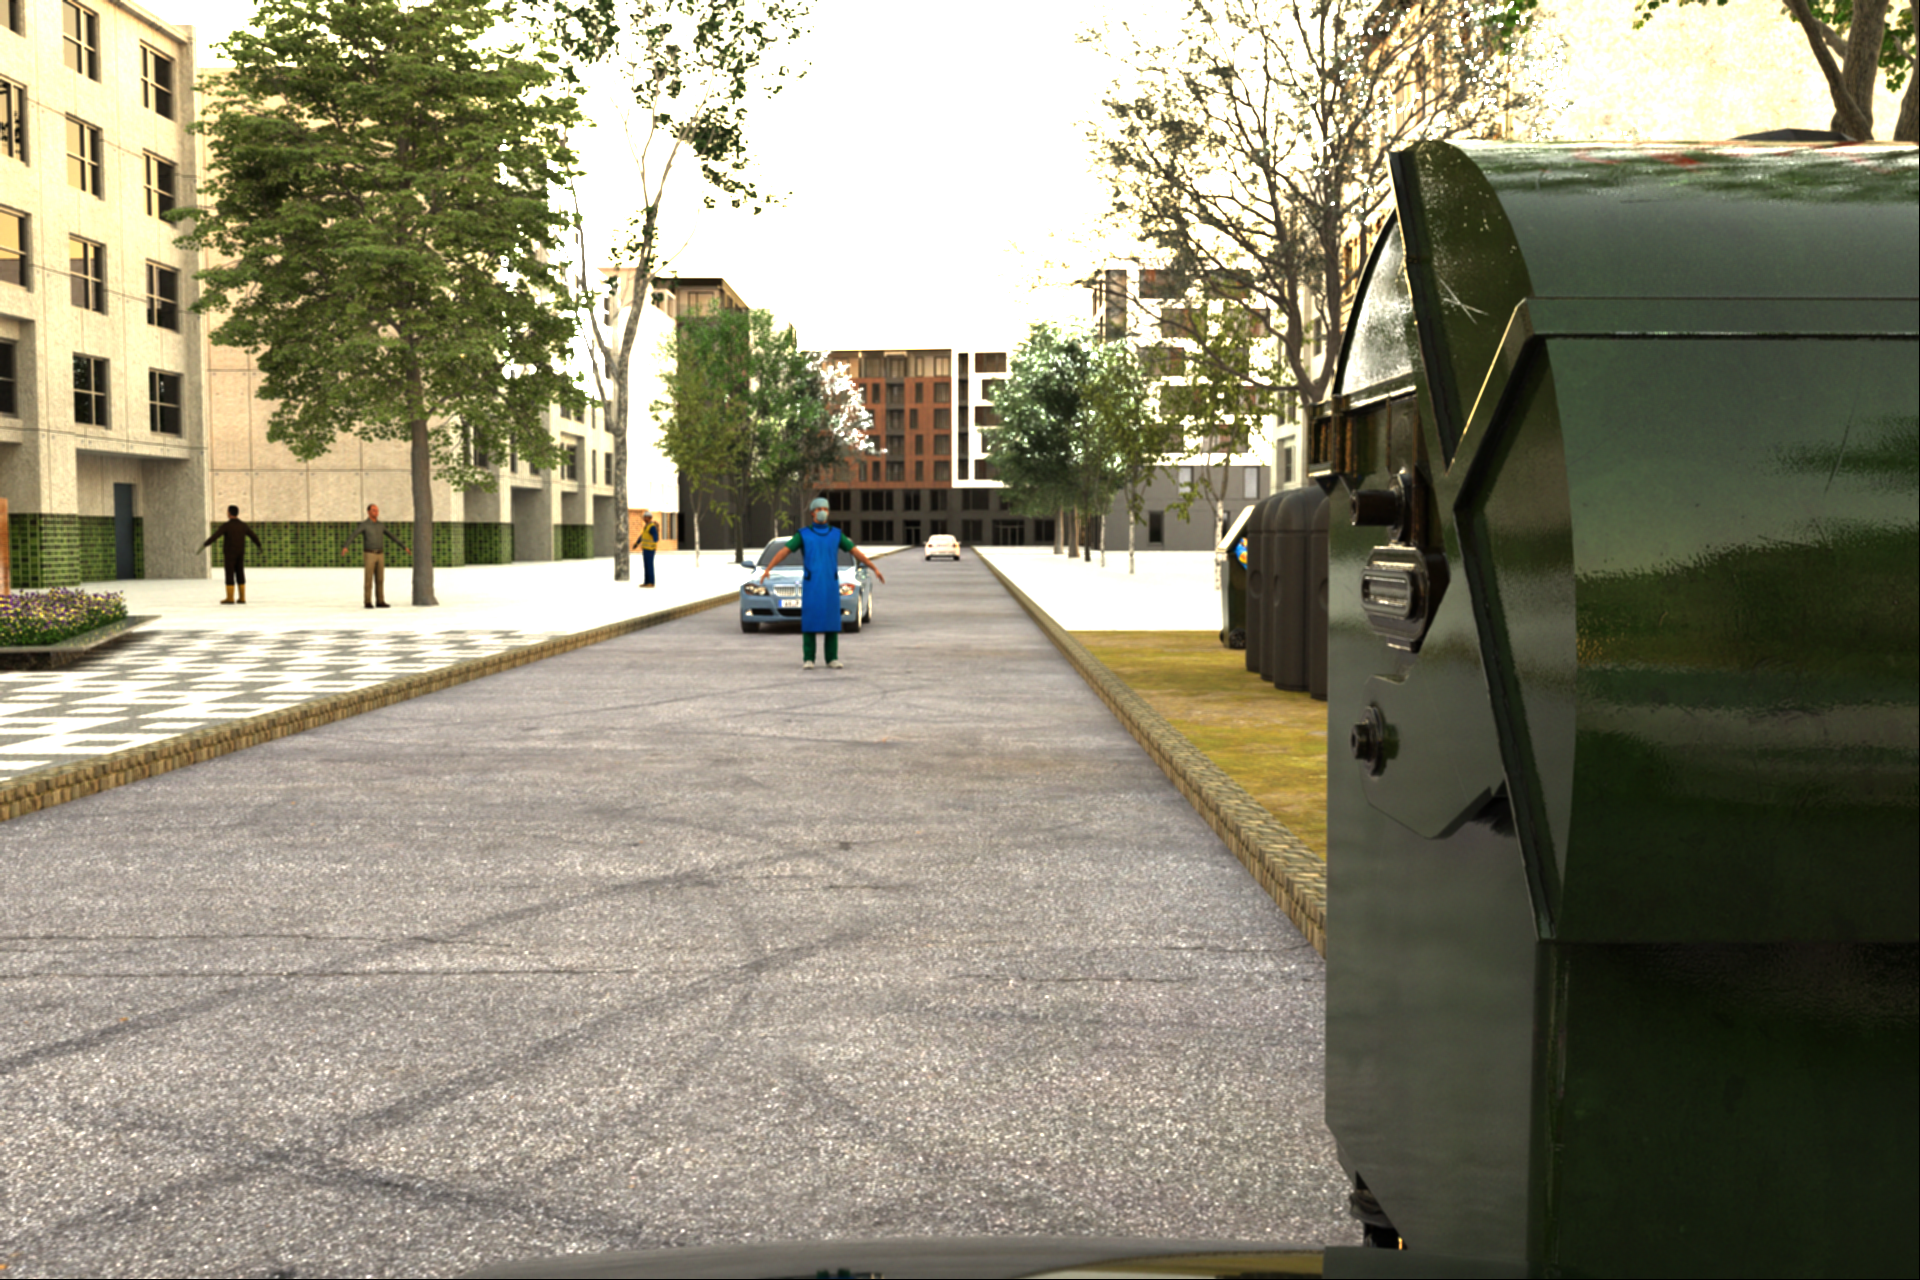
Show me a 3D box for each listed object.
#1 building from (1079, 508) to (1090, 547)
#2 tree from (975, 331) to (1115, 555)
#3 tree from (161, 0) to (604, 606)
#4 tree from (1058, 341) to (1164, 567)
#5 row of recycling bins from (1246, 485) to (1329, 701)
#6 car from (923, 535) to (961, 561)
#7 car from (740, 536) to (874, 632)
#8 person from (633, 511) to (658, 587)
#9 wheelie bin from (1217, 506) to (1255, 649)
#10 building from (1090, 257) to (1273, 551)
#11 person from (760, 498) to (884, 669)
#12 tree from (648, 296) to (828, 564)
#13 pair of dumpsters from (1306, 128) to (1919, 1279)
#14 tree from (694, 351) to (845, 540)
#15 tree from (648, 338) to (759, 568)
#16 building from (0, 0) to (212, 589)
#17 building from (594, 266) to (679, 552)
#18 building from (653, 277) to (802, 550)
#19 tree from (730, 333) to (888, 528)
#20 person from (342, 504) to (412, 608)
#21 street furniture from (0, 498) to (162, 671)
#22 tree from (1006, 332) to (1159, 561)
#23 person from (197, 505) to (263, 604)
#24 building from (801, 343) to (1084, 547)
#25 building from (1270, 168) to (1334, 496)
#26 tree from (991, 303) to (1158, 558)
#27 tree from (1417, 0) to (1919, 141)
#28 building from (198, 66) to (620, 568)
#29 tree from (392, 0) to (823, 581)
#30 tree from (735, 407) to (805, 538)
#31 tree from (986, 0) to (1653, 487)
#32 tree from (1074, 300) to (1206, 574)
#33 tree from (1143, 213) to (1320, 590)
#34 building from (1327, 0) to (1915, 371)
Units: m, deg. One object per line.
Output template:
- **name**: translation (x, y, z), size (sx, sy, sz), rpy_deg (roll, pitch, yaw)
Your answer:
- **building**: translation (21.902, -20.957, 173.583), size (19.493, 23.208, 18.063), rpy_deg (0, 4, 0)
- **tree**: translation (6.058, -12.295, 107.681), size (9.857, 13.997, 8.962), rpy_deg (0, 3, 0)
- **tree**: translation (-10.001, -6.878, 30.582), size (7.486, 12.596, 7.792), rpy_deg (0, 3, 0)
- **tree**: translation (5.392, -7.128, 66.899), size (4.360, 8.622, 3.978), rpy_deg (0, 3, 0)
- **row of recycling bins**: translation (3.099, -0.467, 14.750), size (1.069, 1.692, 3.534), rpy_deg (0, 4, -1)
- **car**: translation (-0.979, -5.060, 95.095), size (2.083, 1.381, 4.827), rpy_deg (0, 4, -1)
- **car**: translation (-2.312, -0.901, 26.740), size (2.014, 1.417, 4.499), rpy_deg (0, 3, 0)
- **person**: translation (-7.551, -2.193, 41.821), size (0.705, 1.833, 1.349), rpy_deg (-2, 4, -32)
- **wheelie bin**: translation (3.279, -0.711, 19.537), size (0.693, 1.594, 0.980), rpy_deg (0, 4, -1)
- **building**: translation (24.621, -18.367, 144.280), size (27.936, 21.610, 32.646), rpy_deg (0, 4, 0)
- **person**: translation (-1.480, -0.605, 18.473), size (1.347, 1.817, 0.704), rpy_deg (-1, 4, -17)
- **tree**: translation (-9.587, -9.136, 75.129), size (9.928, 11.665, 9.643), rpy_deg (0, 3, 0)
- **pair of dumpsters**: translation (2.803, 0.141, 2.652), size (4.436, 2.255, 1.574), rpy_deg (0, 4, -1)
- **tree**: translation (-9.325, -9.189, 84.654), size (8.767, 10.594, 7.601), rpy_deg (1, 4, 13)
- **tree**: translation (-9.835, -7.020, 65.133), size (4.737, 8.622, 4.395), rpy_deg (0, 3, 0)
- **building**: translation (-29.938, -10.209, 33.382), size (16.747, 18.905, 31.486), rpy_deg (0, 4, 0)
- **building**: translation (-27.221, -16.344, 123.646), size (16.016, 20.090, 11.380), rpy_deg (0, 4, 0)
- **building**: translation (-29.452, -18.971, 154.146), size (27.936, 21.610, 32.646), rpy_deg (0, 4, 0)
- **tree**: translation (-9.459, -11.930, 105.427), size (12.009, 13.543, 11.850), rpy_deg (0, 3, 0)
- **person**: translation (-10.182, -1.459, 30.125), size (0.705, 1.796, 1.348), rpy_deg (3, 4, 39)
- **street furniture**: translation (-11.789, -0.645, 17.395), size (11.010, 1.723, 9.812), rpy_deg (-1, 4, -19)
- **tree**: translation (5.647, -8.949, 80.728), size (7.601, 10.594, 8.767), rpy_deg (-1, 4, -16)
- **person**: translation (-13.387, -1.575, 31.896), size (0.704, 1.812, 1.346), rpy_deg (2, 4, 33)
- **building**: translation (-0.967, -21.592, 199.466), size (32.646, 21.610, 27.936), rpy_deg (1, 4, 9)
- **building**: translation (25.021, -12.864, 76.792), size (16.747, 18.905, 31.486), rpy_deg (0, 3, 0)
- **tree**: translation (6.227, -11.485, 94.434), size (9.857, 13.997, 8.962), rpy_deg (0, 3, 0)
- **tree**: translation (4.650, -5.064, 8.545), size (9.928, 11.665, 9.643), rpy_deg (0, 3, 0)
- **building**: translation (-27.620, -13.158, 81.596), size (16.747, 18.905, 31.486), rpy_deg (0, 4, 1)
- **tree**: translation (-10.022, -11.790, 48.650), size (12.611, 20.169, 13.585), rpy_deg (0, 3, 0)
- **tree**: translation (-10.099, -8.749, 93.414), size (4.737, 8.622, 4.395), rpy_deg (0, 3, 0)
- **tree**: translation (6.035, -7.253, 28.961), size (12.009, 13.543, 11.850), rpy_deg (0, 3, 0)
- **tree**: translation (5.758, -6.429, 55.478), size (4.737, 8.622, 4.395), rpy_deg (0, 3, 0)
- **tree**: translation (6.034, -5.458, 39.599), size (4.737, 8.622, 4.395), rpy_deg (0, 3, 0)
- **building**: translation (21.587, -13.258, 47.705), size (19.493, 23.208, 18.063), rpy_deg (0, 4, 0)
